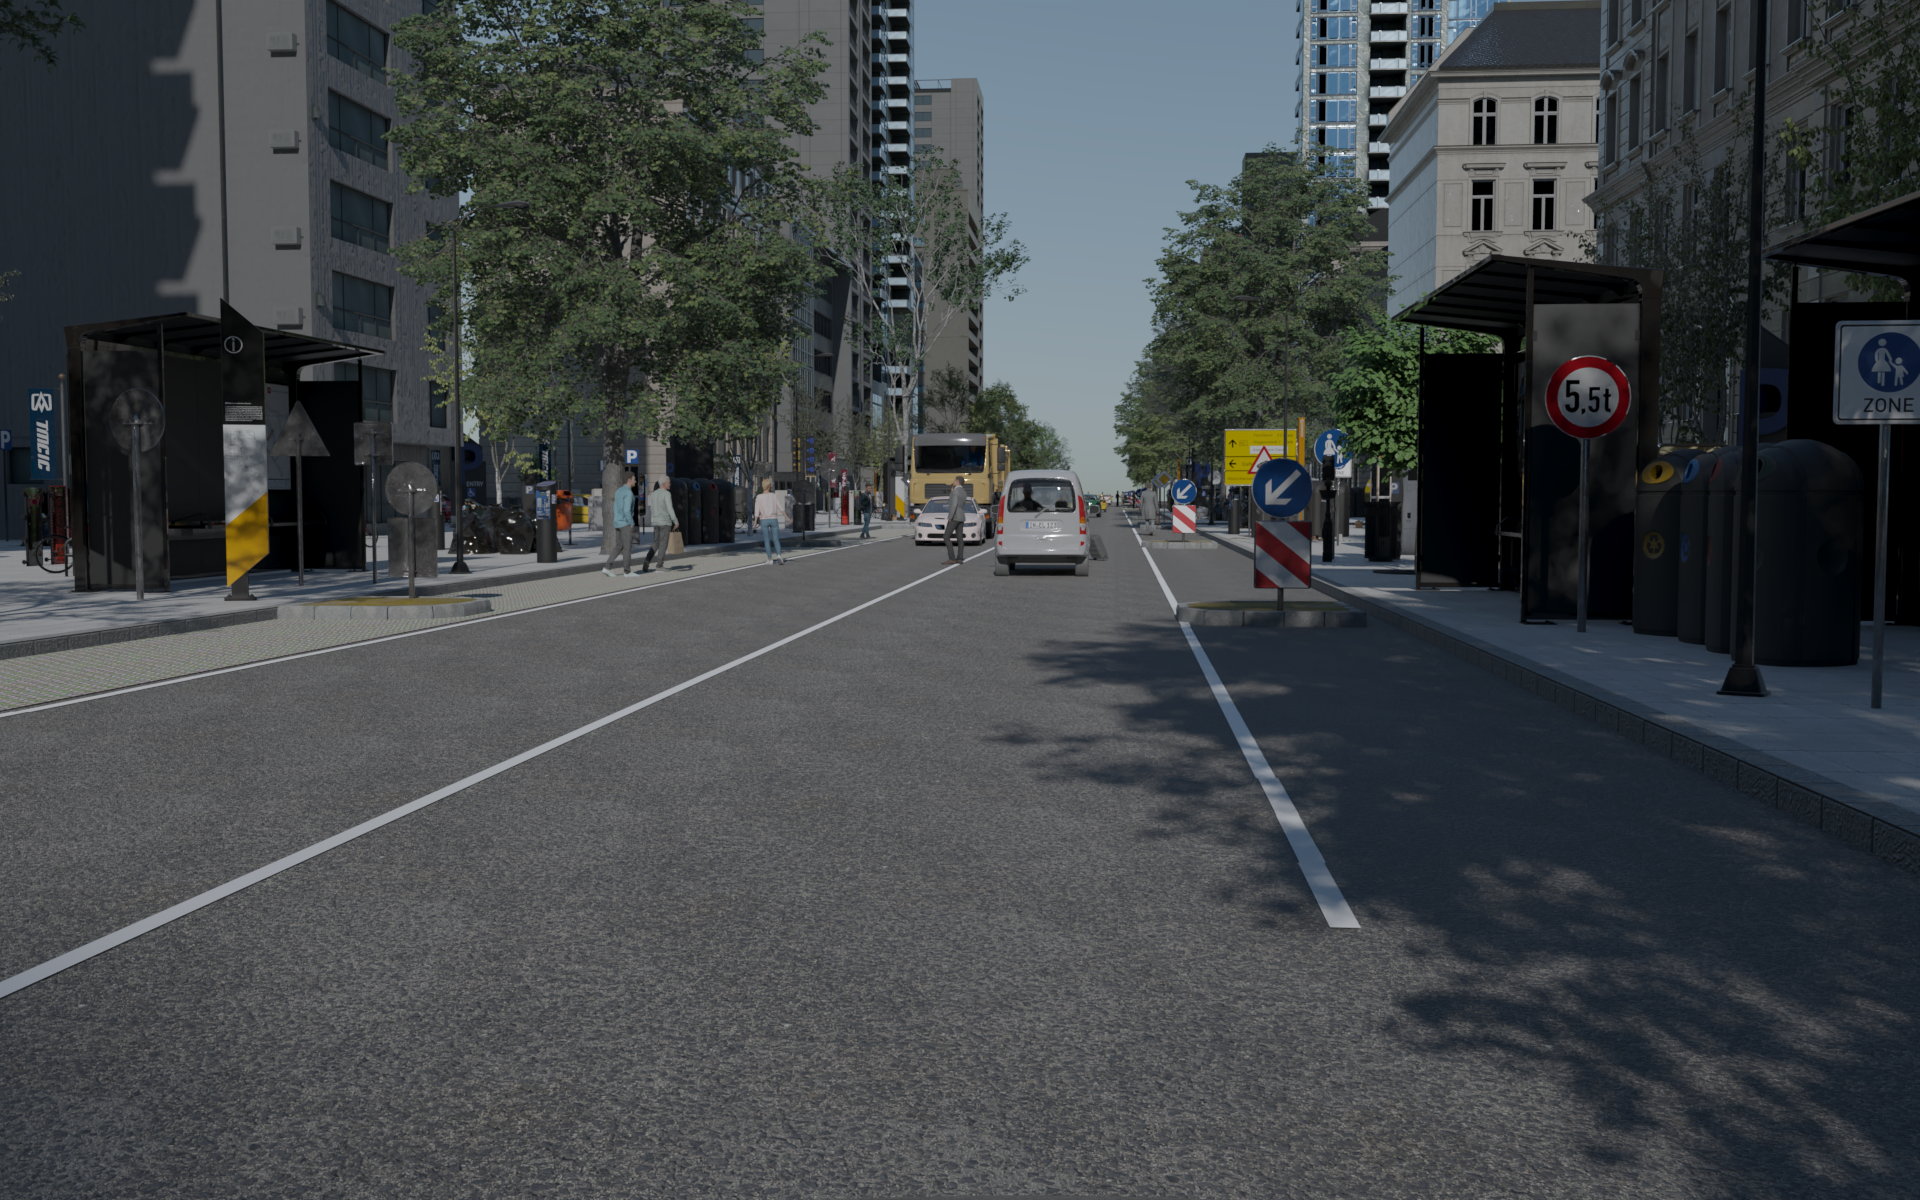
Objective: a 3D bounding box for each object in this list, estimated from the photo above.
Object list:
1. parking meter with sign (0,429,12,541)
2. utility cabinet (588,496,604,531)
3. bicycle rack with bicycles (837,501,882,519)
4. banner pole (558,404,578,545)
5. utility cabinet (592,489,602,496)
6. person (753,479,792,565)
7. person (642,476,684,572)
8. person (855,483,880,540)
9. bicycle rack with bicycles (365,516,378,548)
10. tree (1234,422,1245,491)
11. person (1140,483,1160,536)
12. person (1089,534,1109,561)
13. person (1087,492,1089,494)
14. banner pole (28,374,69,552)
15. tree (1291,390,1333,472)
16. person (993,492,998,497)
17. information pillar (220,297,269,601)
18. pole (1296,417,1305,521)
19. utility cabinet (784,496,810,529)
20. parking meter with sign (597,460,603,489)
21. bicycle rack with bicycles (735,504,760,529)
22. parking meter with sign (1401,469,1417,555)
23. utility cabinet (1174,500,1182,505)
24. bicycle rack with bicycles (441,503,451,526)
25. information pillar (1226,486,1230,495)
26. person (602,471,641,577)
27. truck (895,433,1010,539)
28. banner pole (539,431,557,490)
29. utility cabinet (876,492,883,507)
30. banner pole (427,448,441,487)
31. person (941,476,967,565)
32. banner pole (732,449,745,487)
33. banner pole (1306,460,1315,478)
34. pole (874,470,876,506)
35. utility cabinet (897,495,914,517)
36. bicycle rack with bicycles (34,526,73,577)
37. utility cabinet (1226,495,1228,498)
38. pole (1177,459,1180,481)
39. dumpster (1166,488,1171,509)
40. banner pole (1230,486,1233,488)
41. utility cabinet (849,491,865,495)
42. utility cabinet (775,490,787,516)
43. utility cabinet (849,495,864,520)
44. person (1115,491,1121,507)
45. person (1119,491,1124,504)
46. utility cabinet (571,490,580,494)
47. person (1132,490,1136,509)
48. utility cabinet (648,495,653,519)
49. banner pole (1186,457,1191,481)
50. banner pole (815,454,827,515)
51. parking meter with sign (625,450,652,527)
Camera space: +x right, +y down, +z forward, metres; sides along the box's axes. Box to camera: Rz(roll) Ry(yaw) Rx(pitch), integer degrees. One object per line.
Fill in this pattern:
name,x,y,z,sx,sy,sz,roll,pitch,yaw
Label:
parking meter with sign,-26.662,-3.100,46.948,1.738,3.016,0.543,0,4,5
utility cabinet,-12.486,-3.007,60.332,0.306,1.237,1.020,2,4,35
bicycle rack with bicycles,-5.020,-4.678,89.862,2.925,0.926,2.852,-2,4,-25
banner pole,-9.828,-3.286,43.741,0.401,3.779,0.863,0,4,-2
utility cabinet,-15.083,-3.985,73.830,1.173,1.500,0.318,-2,4,-31
person,-3.748,-1.581,35.015,0.731,1.740,0.598,-2,4,-28
person,-5.394,-1.376,31.490,0.782,1.767,0.515,3,5,43
person,-2.896,-2.767,54.095,0.721,1.781,0.623,1,4,8
bicycle rack with bicycles,-15.665,-1.709,41.323,2.925,0.926,2.852,3,5,41
tree,23.776,-12.112,148.392,4.737,8.622,4.395,0,3,0
person,6.540,-3.113,59.499,0.694,1.812,0.767,1,4,18
person,2.535,-1.715,36.762,1.509,1.804,0.699,-2,4,-33
person,17.188,-13.554,230.628,0.721,1.766,1.217,-1,4,-20
banner pole,-18.875,-2.813,36.013,0.863,3.779,0.401,-1,4,-21
tree,22.739,-9.989,113.679,4.360,8.622,3.978,0,3,0
person,1.465,-3.419,64.611,0.699,1.804,1.509,-2,4,-32
information pillar,-8.585,-1.799,20.768,0.504,3.616,0.183,-1,4,-15
pole,9.080,-3.201,46.177,0.158,3.312,0.155,0,3,0
utility cabinet,-6.003,-3.234,64.041,1.020,1.237,0.306,2,4,33
parking meter with sign,-17.695,-5.641,88.486,1.738,3.016,0.543,3,5,41
bicycle rack with bicycles,-8.575,-3.149,64.869,2.925,0.926,2.852,2,4,30
parking meter with sign,9.669,-2.453,36.364,1.738,3.016,0.543,2,4,31
utility cabinet,12.469,-5.351,98.648,0.306,1.237,1.020,1,4,21
bicycle rack with bicycles,-21.719,-3.462,69.994,2.852,0.926,2.925,1,4,16
information pillar,18.577,-7.906,120.622,0.183,3.616,0.504,-3,5,-45
person,-5.846,-1.304,29.834,0.620,1.820,0.660,-3,4,-38
truck,0.053,-3.774,57.626,3.469,3.379,9.791,0,4,6
banner pole,-14.087,-4.246,59.445,0.863,3.779,0.401,1,4,15
utility cabinet,-7.008,-8.798,152.530,0.318,1.500,1.173,2,4,28
banner pole,-26.276,-5.892,86.355,0.863,3.779,0.401,0,4,4
person,-0.110,-1.630,35.334,0.473,1.802,0.592,3,5,41
banner pole,-12.352,-6.550,97.108,0.863,3.779,0.401,-1,4,-9
banner pole,24.611,-8.042,121.497,0.863,3.779,0.401,0,4,7
pole,-7.090,-9.227,144.704,0.158,3.312,0.155,0,3,0
utility cabinet,-3.009,-5.230,96.677,1.020,1.237,0.306,-1,4,-10
bicycle rack with bicycles,-13.404,-0.895,28.015,2.925,0.926,2.852,-1,4,-12
utility cabinet,17.877,-6.391,115.647,1.020,1.237,0.306,3,5,39
pole,12.891,-6.623,102.135,0.158,3.312,0.155,0,3,0
dumpster,18.062,-8.590,146.204,1.264,1.857,1.865,0,4,5
banner pole,18.875,-8.053,121.689,0.401,3.779,0.863,-3,4,-38
utility cabinet,-6.350,-6.066,107.861,1.173,1.500,0.318,-1,4,-11
utility cabinet,-10.291,-5.703,101.921,1.173,1.500,0.318,0,4,-7
utility cabinet,-4.976,-4.541,85.402,1.020,1.237,0.306,0,4,5
person,17.923,-11.503,196.544,0.705,1.831,1.348,-1,4,-22
person,23.039,-14.503,245.621,0.705,1.824,1.348,3,5,43
utility cabinet,-19.405,-4.794,87.058,0.318,1.500,1.173,-2,4,-30
person,17.123,-9.884,170.234,0.705,1.807,1.348,-1,4,-12
utility cabinet,-16.284,-4.874,90.850,1.020,1.237,0.306,3,5,39
banner pole,13.734,-6.870,102.345,0.863,3.779,0.401,1,4,16
banner pole,-8.684,-7.190,107.571,0.863,3.779,0.401,0,4,-3
parking meter with sign,-12.471,-4.349,67.367,0.543,3.016,1.738,-2,4,-31
